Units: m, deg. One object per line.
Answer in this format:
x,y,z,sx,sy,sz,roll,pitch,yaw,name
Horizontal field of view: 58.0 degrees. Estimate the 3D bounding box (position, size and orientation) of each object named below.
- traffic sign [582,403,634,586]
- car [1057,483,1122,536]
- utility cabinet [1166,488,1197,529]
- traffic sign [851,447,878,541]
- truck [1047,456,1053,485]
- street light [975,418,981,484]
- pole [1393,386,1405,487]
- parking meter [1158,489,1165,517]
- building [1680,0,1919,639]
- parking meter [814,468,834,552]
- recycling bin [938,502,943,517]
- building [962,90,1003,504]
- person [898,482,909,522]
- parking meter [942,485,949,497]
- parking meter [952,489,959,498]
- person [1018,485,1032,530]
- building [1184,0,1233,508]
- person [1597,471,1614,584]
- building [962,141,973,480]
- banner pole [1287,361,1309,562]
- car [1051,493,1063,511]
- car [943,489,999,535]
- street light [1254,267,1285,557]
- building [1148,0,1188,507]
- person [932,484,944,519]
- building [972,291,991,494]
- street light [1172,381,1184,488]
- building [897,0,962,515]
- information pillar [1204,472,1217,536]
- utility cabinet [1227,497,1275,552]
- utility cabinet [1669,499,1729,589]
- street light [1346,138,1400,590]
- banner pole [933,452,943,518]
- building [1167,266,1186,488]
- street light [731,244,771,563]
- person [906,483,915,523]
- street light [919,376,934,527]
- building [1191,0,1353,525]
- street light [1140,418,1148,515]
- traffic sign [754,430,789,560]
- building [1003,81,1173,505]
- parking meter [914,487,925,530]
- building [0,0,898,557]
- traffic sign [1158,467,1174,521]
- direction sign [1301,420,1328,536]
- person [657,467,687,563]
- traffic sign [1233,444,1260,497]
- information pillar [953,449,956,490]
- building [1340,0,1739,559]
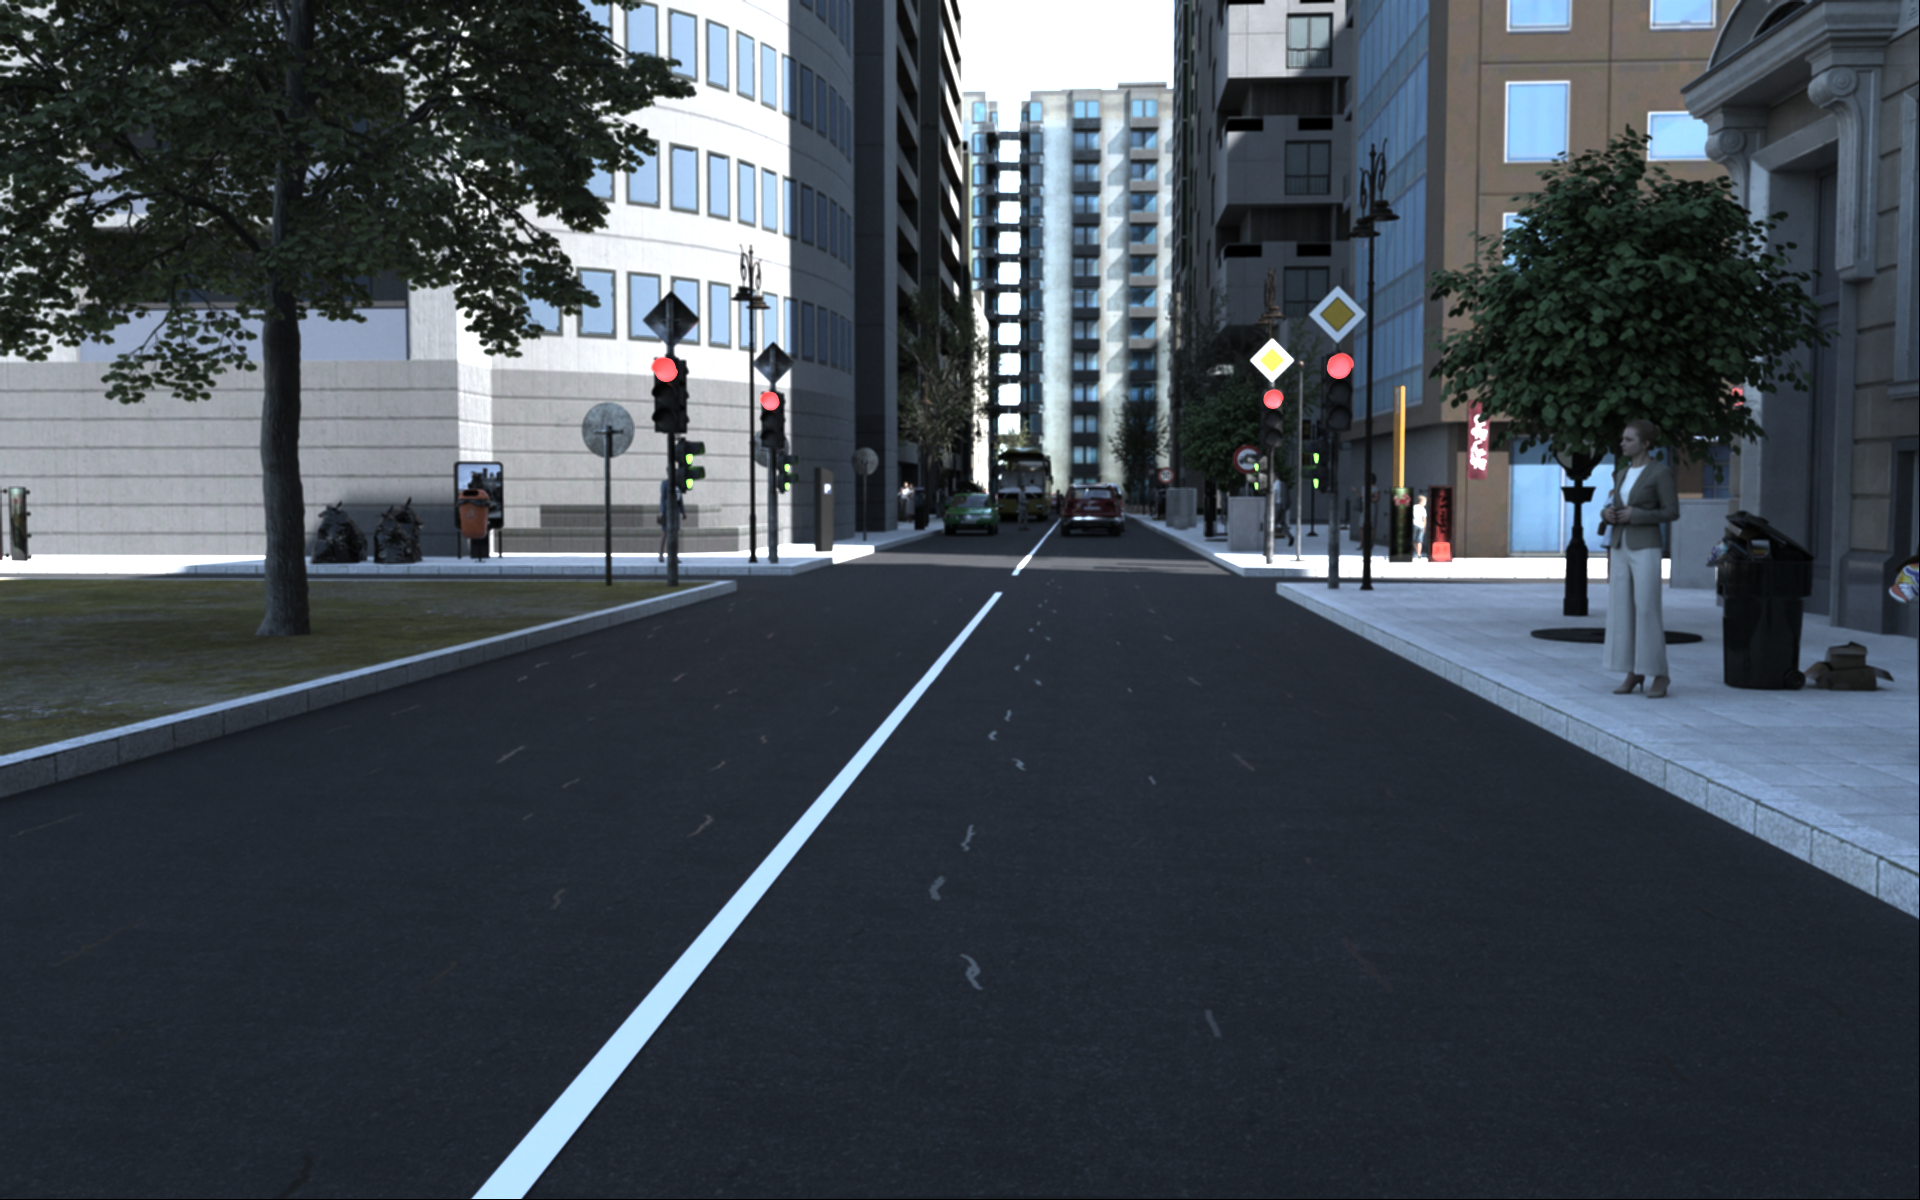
-4.911,-1.470,24.136,0.768,2.556,0.104,1,4,11,traffic sign
4.543,-3.173,60.546,2.281,1.827,5.304,0,4,3,car
8.486,-3.532,66.431,1.173,1.500,0.318,3,4,36,utility cabinet
-2.605,-2.886,47.291,0.768,2.556,0.104,1,4,13,traffic sign
5.451,-8.561,128.889,2.839,4.237,11.283,0,4,2,truck
1.081,-7.969,103.075,0.468,5.910,1.993,0,4,4,street light
8.305,-2.384,32.815,0.158,3.312,0.155,0,3,0,pole
10.038,-4.752,86.100,0.372,1.533,0.369,0,3,0,parking meter
14.218,-13.640,8.918,13.634,28.700,20.117,0,4,4,building
-3.002,-1.993,38.298,0.255,1.863,0.399,3,5,43,parking meter
-0.828,-5.119,96.242,0.722,1.027,0.722,-3,5,-40,recycling bin
-9.258,-35.847,205.708,30.456,49.044,23.786,0,4,4,building
-2.554,-4.462,79.100,0.679,1.850,0.850,0,4,1,person
-0.890,-6.111,105.627,0.255,1.863,0.399,-2,4,-33,parking meter
-0.247,-4.891,88.373,0.372,1.533,0.369,0,3,0,parking meter
2.565,-3.662,68.574,0.583,1.804,0.606,1,4,12,person
22.666,-26.691,119.999,14.154,41.232,14.086,0,4,4,building
9.858,-1.060,25.920,0.778,1.811,0.616,-2,4,-26,person
-6.446,-22.301,136.314,14.160,30.474,14.107,0,4,4,building
6.462,-2.625,32.931,0.401,3.779,0.863,1,4,13,banner pole
7.968,-8.528,148.470,2.155,1.783,4.494,0,4,2,car
0.418,-3.223,61.499,1.959,1.807,4.718,0,4,3,car
6.313,-3.832,35.445,0.468,5.910,1.993,0,4,4,street light
28.949,-44.511,166.004,20.563,71.187,20.611,0,4,4,building
-1.100,-4.988,87.950,0.623,1.781,0.721,0,4,-5,person
-12.213,-19.673,166.691,28.899,21.520,27.650,0,4,4,building
8.868,-5.988,70.697,0.468,5.910,1.993,0,4,4,street light
-11.178,-30.246,118.226,21.300,48.544,21.600,0,4,4,building
7.604,-2.940,52.569,0.304,2.012,0.304,-1,4,-19,information pillar
6.523,-1.688,38.764,1.020,1.237,0.306,-1,4,-9,utility cabinet
10.188,-0.752,23.452,1.020,1.237,0.306,2,4,32,utility cabinet
5.446,-3.072,23.017,0.468,5.910,1.993,0,4,4,street light
-1.137,-6.345,93.763,0.401,3.779,0.863,-2,4,-31,banner pole
31.688,-18.185,142.367,27.650,21.520,28.899,0,4,4,building
-3.875,-3.638,32.265,0.468,5.910,1.993,0,4,4,street light
-2.161,-4.337,77.529,0.524,1.755,0.480,3,5,39,person
-1.315,-5.812,67.813,0.468,5.910,1.993,0,4,4,street light
25.712,-30.278,84.286,28.713,52.752,27.495,0,4,4,building
11.268,-8.145,105.959,0.468,5.910,1.993,0,4,4,street light
-3.678,-2.041,33.476,0.768,2.556,0.104,1,4,9,traffic sign
21.140,-35.731,203.815,30.456,49.044,23.786,0,4,4,building
-1.453,-3.300,62.361,0.372,1.533,0.369,0,3,0,parking meter
-13.700,-30.940,47.863,21.231,58.520,28.212,0,4,4,building
9.796,-5.025,82.269,0.768,2.556,0.104,1,4,11,traffic sign
10.747,-3.714,52.725,0.876,3.537,0.379,0,4,2,direction sign
-5.411,-1.611,32.402,0.581,1.822,0.654,-2,4,-30,person
7.387,-2.715,44.498,0.768,2.556,0.104,0,4,6,traffic sign
-0.285,-6.026,89.876,0.183,3.616,0.504,1,4,10,information pillar
16.983,-23.790,39.070,14.200,45.320,14.600,0,4,4,building
